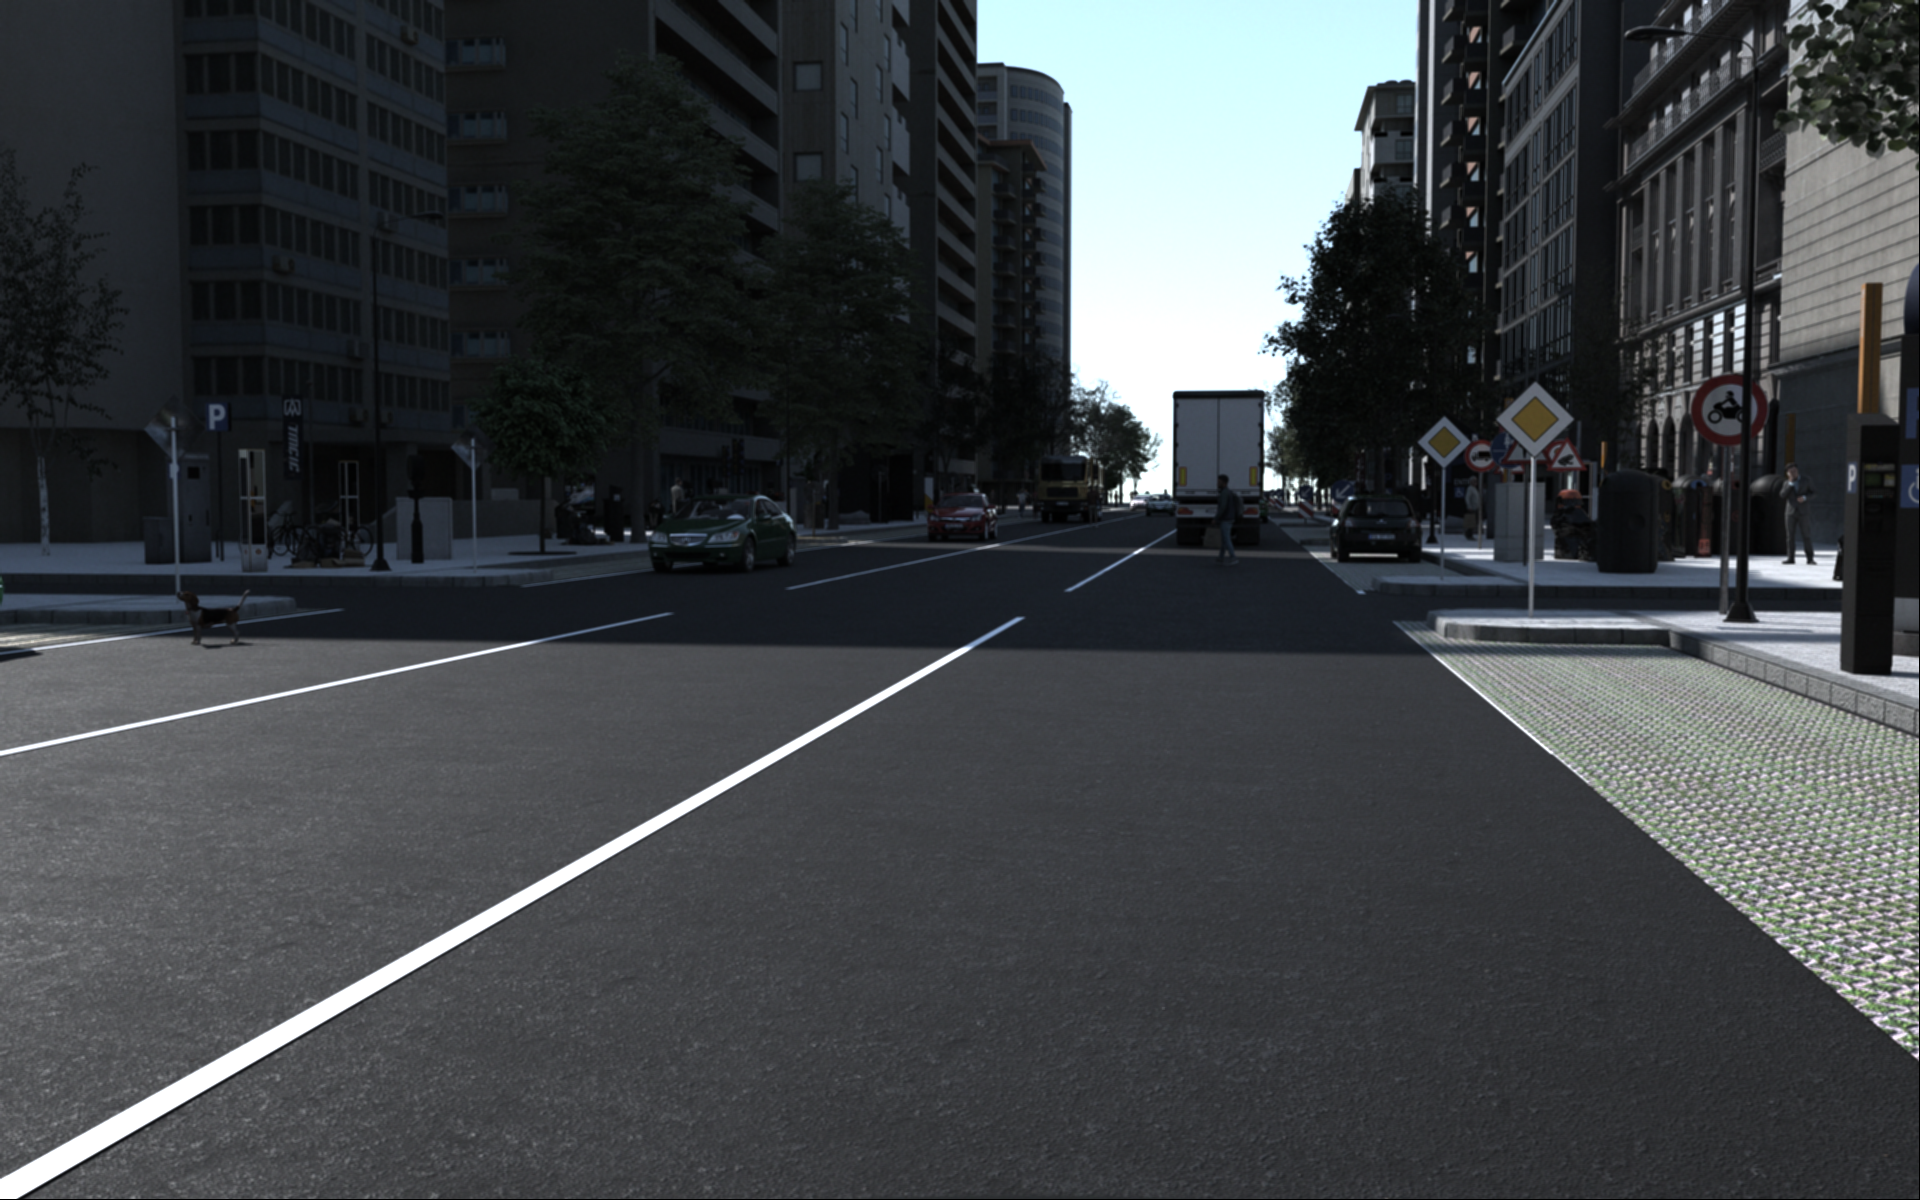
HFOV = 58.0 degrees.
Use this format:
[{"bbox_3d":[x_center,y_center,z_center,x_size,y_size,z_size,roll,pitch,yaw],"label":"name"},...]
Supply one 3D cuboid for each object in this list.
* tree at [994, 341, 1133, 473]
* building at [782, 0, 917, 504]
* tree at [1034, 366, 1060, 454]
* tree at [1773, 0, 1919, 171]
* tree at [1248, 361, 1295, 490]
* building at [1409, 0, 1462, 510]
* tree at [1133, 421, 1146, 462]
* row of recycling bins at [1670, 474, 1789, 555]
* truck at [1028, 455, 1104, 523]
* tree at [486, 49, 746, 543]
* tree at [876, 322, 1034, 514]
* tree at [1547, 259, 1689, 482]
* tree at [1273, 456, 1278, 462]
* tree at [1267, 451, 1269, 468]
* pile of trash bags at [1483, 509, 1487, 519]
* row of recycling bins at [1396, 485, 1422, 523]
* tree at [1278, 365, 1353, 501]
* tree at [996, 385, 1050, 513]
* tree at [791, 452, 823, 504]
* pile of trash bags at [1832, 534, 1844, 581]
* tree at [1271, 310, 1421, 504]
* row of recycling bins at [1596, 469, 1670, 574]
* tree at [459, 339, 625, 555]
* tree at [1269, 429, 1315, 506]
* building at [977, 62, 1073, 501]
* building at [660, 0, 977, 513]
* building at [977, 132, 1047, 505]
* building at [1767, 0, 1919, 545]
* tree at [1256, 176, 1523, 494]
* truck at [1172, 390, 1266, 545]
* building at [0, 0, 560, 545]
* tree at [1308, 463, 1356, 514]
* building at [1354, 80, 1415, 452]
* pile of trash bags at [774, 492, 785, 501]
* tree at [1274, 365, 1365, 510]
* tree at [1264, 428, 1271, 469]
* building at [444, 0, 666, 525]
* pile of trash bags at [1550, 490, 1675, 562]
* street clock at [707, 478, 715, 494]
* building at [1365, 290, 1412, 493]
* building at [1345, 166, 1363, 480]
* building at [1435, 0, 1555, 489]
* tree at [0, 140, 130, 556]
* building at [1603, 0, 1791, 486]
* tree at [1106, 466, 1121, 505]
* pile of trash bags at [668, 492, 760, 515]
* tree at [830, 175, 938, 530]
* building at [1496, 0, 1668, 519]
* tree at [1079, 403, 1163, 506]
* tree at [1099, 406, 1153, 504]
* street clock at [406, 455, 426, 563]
[{"bbox_3d":[7.195,-14.025,139.678,12.009,13.543,11.850,0,3,0],"label":"tree"},{"bbox_3d":[-18.650,-32.407,119.095,28.713,52.752,27.495,1,4,9],"label":"building"},{"bbox_3d":[2.601,-10.754,110.234,8.767,10.594,7.601,1,4,23],"label":"tree"},{"bbox_3d":[6.205,-6.083,6.109,9.857,13.997,8.962,0,3,0],"label":"tree"},{"bbox_3d":[45.997,-23.929,247.133,12.611,20.169,13.585,0,3,0],"label":"tree"},{"bbox_3d":[49.604,-37.051,147.790,21.231,58.520,28.212,1,4,9],"label":"building"},{"bbox_3d":[14.111,-16.442,179.189,12.009,13.543,11.850,0,3,0],"label":"tree"},{"bbox_3d":[15.795,-1.799,36.520,3.534,1.692,1.069,0,4,-6],"label":"row of recycling bins"},{"bbox_3d":[5.714,-5.707,89.241,3.469,3.379,9.791,1,4,10],"label":"truck"},{"bbox_3d":[-8.177,-7.731,44.530,7.486,12.596,7.792,0,3,0],"label":"tree"},{"bbox_3d":[-0.600,-9.702,93.033,8.767,10.594,7.601,0,4,3],"label":"tree"},{"bbox_3d":[20.183,-6.335,53.937,4.360,8.622,3.978,0,3,0],"label":"tree"},{"bbox_3d":[30.691,-12.471,154.260,4.737,8.622,4.395,0,3,0],"label":"tree"},{"bbox_3d":[36.291,-14.839,192.978,4.360,8.622,3.978,0,3,0],"label":"tree"},{"bbox_3d":[26.064,-4.837,88.842,1.912,1.369,3.447,0,4,1],"label":"pile of trash bags"},{"bbox_3d":[20.048,-4.355,78.310,1.069,1.692,3.534,0,4,-2],"label":"row of recycling bins"},{"bbox_3d":[20.862,-8.875,95.474,4.737,8.622,4.395,0,3,0],"label":"tree"},{"bbox_3d":[4.261,-10.165,116.564,4.737,8.622,4.395,0,3,0],"label":"tree"},{"bbox_3d":[-7.041,-5.258,80.565,1.663,3.219,1.824,0,3,0],"label":"tree"},{"bbox_3d":[14.315,-0.909,24.620,3.447,1.369,1.912,2,4,31],"label":"pile of trash bags"},{"bbox_3d":[18.968,-8.990,81.397,7.601,10.594,8.767,1,4,14],"label":"tree"},{"bbox_3d":[11.391,-1.370,29.516,1.069,1.692,3.534,1,4,20],"label":"row of recycling bins"},{"bbox_3d":[-8.883,-3.250,36.858,4.285,4.588,4.351,0,3,0],"label":"tree"},{"bbox_3d":[33.189,-13.302,167.856,4.360,8.622,3.978,0,3,0],"label":"tree"},{"bbox_3d":[3.544,-42.605,238.590,21.231,58.520,28.212,1,4,9],"label":"building"},{"bbox_3d":[-10.681,-31.783,143.348,21.300,48.544,21.600,1,4,9],"label":"building"},{"bbox_3d":[-1.295,-34.025,210.934,22.147,44.769,28.867,1,4,9],"label":"building"},{"bbox_3d":[42.785,-15.913,36.597,44.131,29.872,17.030,1,4,9],"label":"building"},{"bbox_3d":[15.356,-8.934,63.078,9.611,12.733,9.660,0,3,0],"label":"tree"},{"bbox_3d":[7.837,-3.877,52.294,2.839,4.237,11.283,1,4,9],"label":"truck"},{"bbox_3d":[-29.872,-22.075,52.800,32.217,40.220,23.993,1,4,9],"label":"building"},{"bbox_3d":[24.408,-7.995,114.428,4.285,4.588,4.351,0,3,0],"label":"tree"},{"bbox_3d":[64.587,-38.396,217.019,28.713,52.752,27.495,1,4,9],"label":"building"},{"bbox_3d":[-8.507,-4.120,77.118,1.912,1.369,3.447,1,4,12],"label":"pile of trash bags"},{"bbox_3d":[28.624,-13.323,135.961,7.486,12.596,7.792,0,3,0],"label":"tree"},{"bbox_3d":[40.229,-17.075,213.588,8.767,10.594,7.601,3,5,39],"label":"tree"},{"bbox_3d":[-21.527,-28.051,82.339,21.300,48.544,21.600,1,4,9],"label":"building"},{"bbox_3d":[12.591,-1.497,34.224,1.912,1.369,3.447,0,4,-4],"label":"pile of trash bags"},{"bbox_3d":[-10.953,-4.397,76.462,0.358,2.002,0.471,1,4,22],"label":"street clock"},{"bbox_3d":[53.538,-26.100,198.437,14.160,30.474,14.107,1,4,9],"label":"building"},{"bbox_3d":[65.136,-37.857,242.659,21.300,48.544,21.600,1,4,9],"label":"building"},{"bbox_3d":[45.310,-28.466,120.046,22.147,44.769,28.867,1,4,9],"label":"building"},{"bbox_3d":[-19.040,-5.218,35.675,4.360,8.622,3.978,0,3,0],"label":"tree"},{"bbox_3d":[31.881,-13.396,60.823,13.314,21.916,24.055,1,4,9],"label":"building"},{"bbox_3d":[16.929,-13.224,199.928,4.285,4.588,4.351,0,3,0],"label":"tree"},{"bbox_3d":[-8.645,-3.107,60.552,3.447,1.369,1.912,0,4,3],"label":"pile of trash bags"},{"bbox_3d":[-4.363,-8.821,62.343,7.486,12.596,7.792,0,3,0],"label":"tree"},{"bbox_3d":[35.359,-17.804,84.598,14.314,27.812,24.014,1,4,9],"label":"building"},{"bbox_3d":[16.003,-16.258,191.573,9.928,11.665,9.643,0,3,0],"label":"tree"},{"bbox_3d":[20.758,-18.545,221.334,7.486,12.596,7.792,0,3,0],"label":"tree"},{"bbox_3d":[-10.063,-1.682,32.070,0.358,2.002,0.471,-2,4,-29],"label":"street clock"}]
